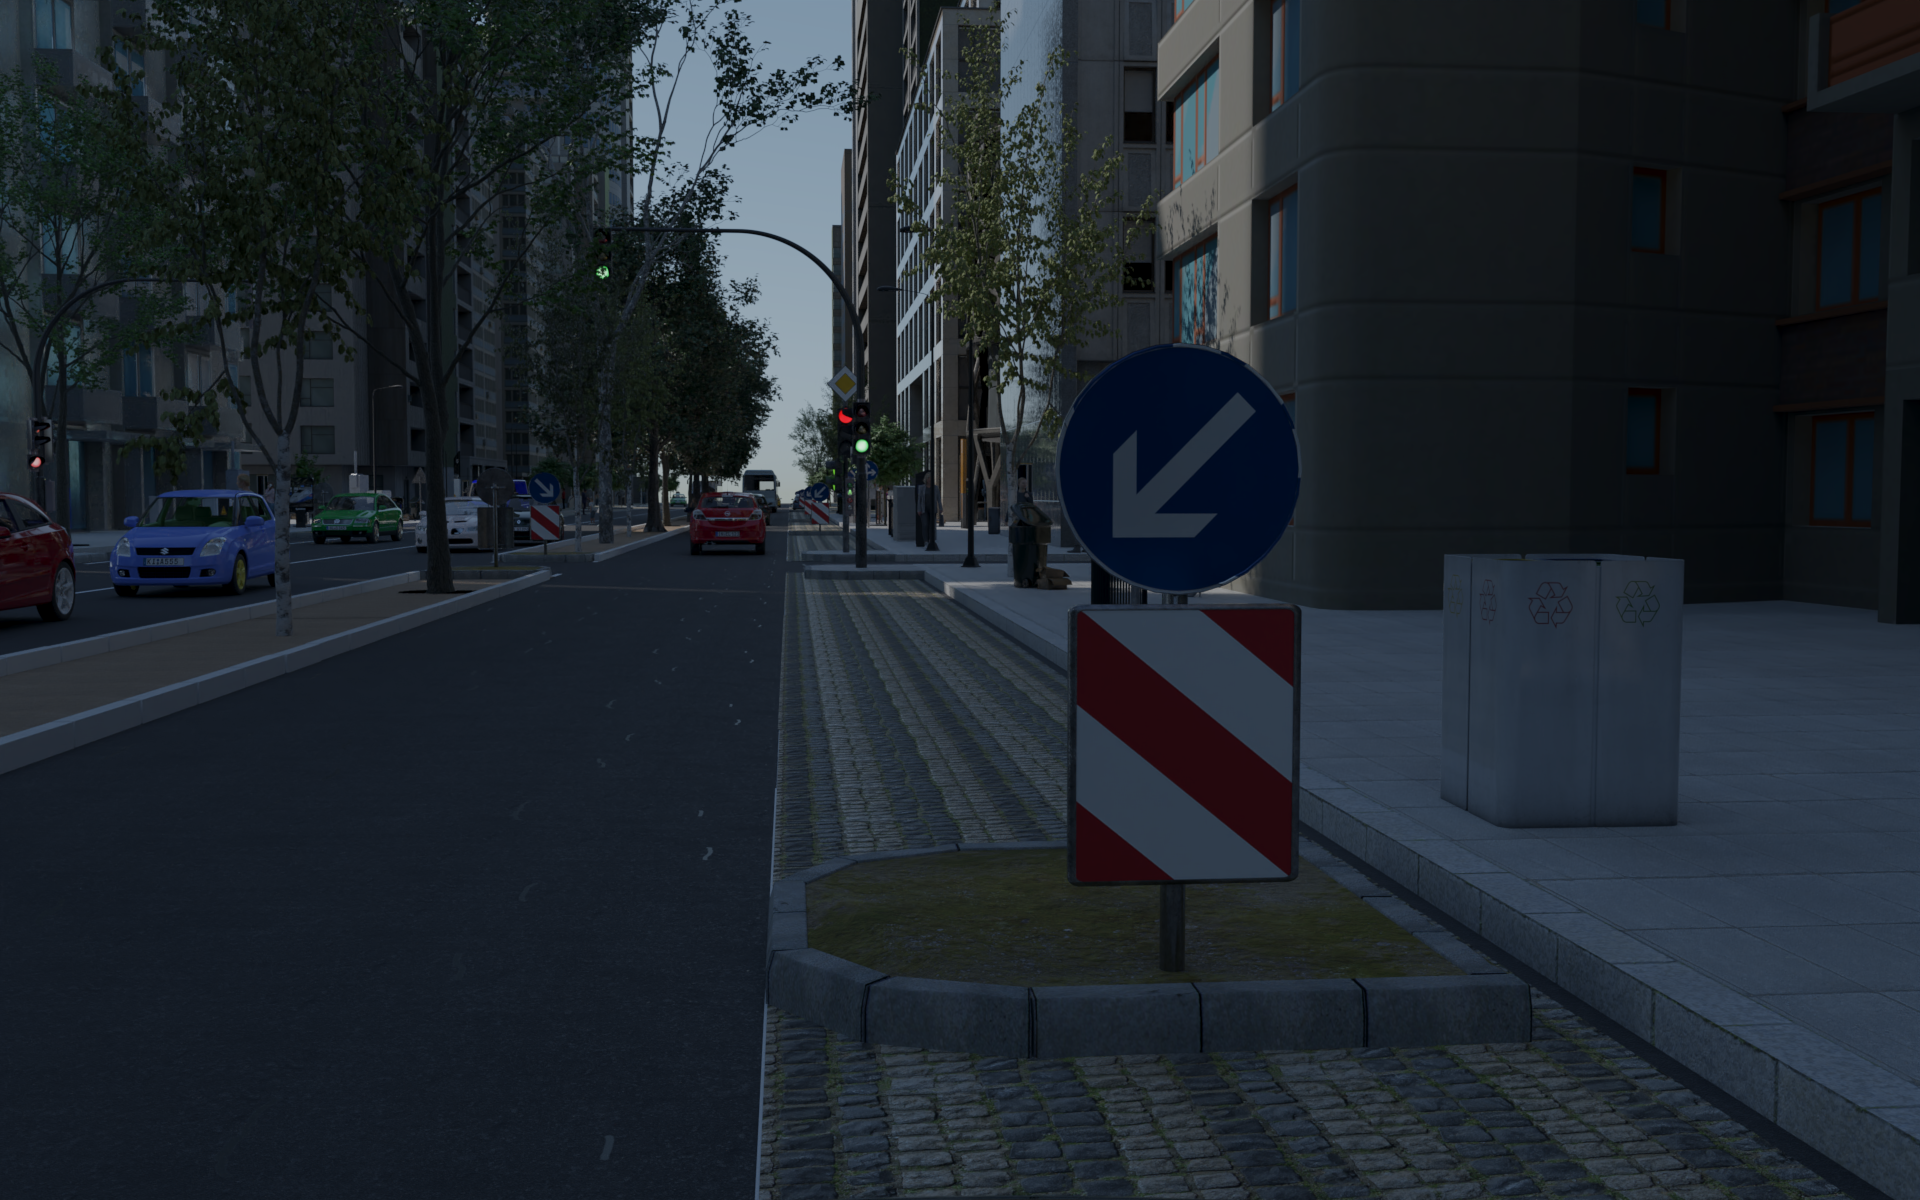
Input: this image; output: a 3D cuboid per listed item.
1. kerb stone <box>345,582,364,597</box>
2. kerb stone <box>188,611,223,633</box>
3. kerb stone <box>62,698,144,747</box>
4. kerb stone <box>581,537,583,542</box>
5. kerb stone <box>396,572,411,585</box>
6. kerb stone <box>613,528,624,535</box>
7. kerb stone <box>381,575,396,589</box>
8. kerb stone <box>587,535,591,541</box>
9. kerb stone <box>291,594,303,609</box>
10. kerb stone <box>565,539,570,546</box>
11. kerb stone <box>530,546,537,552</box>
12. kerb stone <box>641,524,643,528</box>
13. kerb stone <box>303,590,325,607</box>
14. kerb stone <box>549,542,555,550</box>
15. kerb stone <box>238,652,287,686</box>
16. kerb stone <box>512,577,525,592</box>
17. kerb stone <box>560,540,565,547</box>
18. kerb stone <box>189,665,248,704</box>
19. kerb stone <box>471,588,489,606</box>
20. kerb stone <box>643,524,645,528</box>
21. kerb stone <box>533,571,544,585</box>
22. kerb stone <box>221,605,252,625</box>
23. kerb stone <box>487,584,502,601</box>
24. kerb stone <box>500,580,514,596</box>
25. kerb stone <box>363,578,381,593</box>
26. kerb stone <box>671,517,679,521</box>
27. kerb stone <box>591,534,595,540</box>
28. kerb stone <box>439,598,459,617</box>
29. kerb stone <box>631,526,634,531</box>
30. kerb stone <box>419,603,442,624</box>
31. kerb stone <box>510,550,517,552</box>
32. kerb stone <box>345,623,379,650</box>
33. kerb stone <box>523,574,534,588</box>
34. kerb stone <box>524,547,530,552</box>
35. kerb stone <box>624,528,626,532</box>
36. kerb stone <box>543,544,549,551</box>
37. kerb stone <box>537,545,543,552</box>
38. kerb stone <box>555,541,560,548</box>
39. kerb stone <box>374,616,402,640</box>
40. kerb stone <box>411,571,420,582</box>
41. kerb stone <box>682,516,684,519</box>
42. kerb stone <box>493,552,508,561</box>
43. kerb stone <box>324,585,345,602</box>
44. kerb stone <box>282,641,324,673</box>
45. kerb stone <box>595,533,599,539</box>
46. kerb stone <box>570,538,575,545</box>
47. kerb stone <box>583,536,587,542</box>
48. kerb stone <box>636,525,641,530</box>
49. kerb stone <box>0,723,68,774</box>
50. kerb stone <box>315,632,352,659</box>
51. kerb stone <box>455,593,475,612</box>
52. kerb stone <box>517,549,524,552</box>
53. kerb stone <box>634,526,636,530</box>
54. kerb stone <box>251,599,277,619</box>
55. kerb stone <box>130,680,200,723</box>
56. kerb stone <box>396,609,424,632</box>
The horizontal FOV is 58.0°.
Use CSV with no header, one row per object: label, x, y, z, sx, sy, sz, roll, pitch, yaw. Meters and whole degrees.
kerb stone,-8.593,-0.127,24.318,0.120,0.150,1.000,0,4,-6
kerb stone,-7.992,0.246,18.189,0.120,0.150,1.000,0,4,-6
kerb stone,-5.108,0.729,10.271,0.120,0.150,1.000,0,4,-6
kerb stone,-11.142,-1.720,50.333,0.120,0.150,1.000,0,4,-6
kerb stone,-8.903,-0.314,27.391,0.120,0.150,1.000,0,4,-6
kerb stone,-12.355,-2.470,62.573,0.120,0.150,1.000,0,4,-6
kerb stone,-8.797,-0.255,26.361,0.120,0.150,1.000,0,4,-6
kerb stone,-11.343,-1.844,52.381,0.120,0.150,1.000,0,4,-6
kerb stone,-8.289,0.058,21.242,0.120,0.150,1.000,0,4,-6
kerb stone,-10.849,-1.534,47.281,0.120,0.150,1.000,0,4,-6
kerb stone,-10.248,-1.160,41.162,0.120,0.150,1.000,0,4,-6
kerb stone,-13.146,-2.968,70.724,0.120,0.150,1.000,0,4,-6
kerb stone,-8.393,-0.004,22.264,0.120,0.150,1.000,0,4,-6
kerb stone,-10.546,-1.347,44.221,0.120,0.150,1.000,0,4,-6
kerb stone,-5.404,0.542,13.331,0.120,0.150,1.000,0,4,-6
kerb stone,-6.598,-0.202,25.563,0.120,0.150,1.000,0,4,-6
kerb stone,-10.749,-1.466,46.257,0.120,0.150,1.000,0,4,-6
kerb stone,-5.301,0.604,12.313,0.120,0.150,1.000,0,4,-6
kerb stone,-6.301,-0.019,22.510,0.120,0.150,1.000,0,4,-6
kerb stone,-13.248,-3.031,71.752,0.120,0.150,1.000,0,4,-6
kerb stone,-6.803,-0.330,27.597,0.120,0.150,1.000,0,4,-6
kerb stone,-8.096,0.183,19.206,0.120,0.150,1.000,0,4,-6
kerb stone,-6.404,-0.081,23.527,0.120,0.150,1.000,0,4,-6
kerb stone,-6.497,-0.144,24.545,0.120,0.150,1.000,0,4,-6
kerb stone,-8.690,-0.192,25.338,0.120,0.150,1.000,0,4,-6
kerb stone,-15.365,-4.342,93.191,0.120,0.150,1.000,0,4,-6
kerb stone,-11.449,-1.908,53.398,0.120,0.150,1.000,0,4,-6
kerb stone,-6.104,0.108,20.469,0.120,0.150,1.000,0,4,-6
kerb stone,-12.754,-2.719,66.651,0.120,0.150,1.000,0,4,-6
kerb stone,-6.007,0.168,19.449,0.120,0.150,1.000,0,4,-6
kerb stone,-9.942,-0.972,38.093,0.120,0.150,1.000,0,4,-6
kerb stone,-5.702,0.356,16.386,0.120,0.150,1.000,0,4,-6
kerb stone,-6.705,-0.265,26.579,0.120,0.150,1.000,0,4,-6
kerb stone,-10.151,-1.097,40.137,0.120,0.150,1.000,0,4,-6
kerb stone,-12.452,-2.524,63.591,0.120,0.150,1.000,0,4,-6
kerb stone,-10.442,-1.284,43.198,0.120,0.150,1.000,0,4,-6
kerb stone,-10.346,-1.217,42.180,0.120,0.150,1.000,0,4,-6
kerb stone,-10.648,-1.407,45.238,0.120,0.150,1.000,0,4,-6
kerb stone,-5.807,0.294,17.409,0.120,0.150,1.000,0,4,-6
kerb stone,-8.990,-0.378,28.409,0.120,0.150,1.000,0,4,-6
kerb stone,-15.763,-4.589,97.278,0.120,0.150,1.000,0,4,-6
kerb stone,-9.856,-0.910,37.075,0.120,0.150,1.000,0,4,-6
kerb stone,-8.494,-0.067,23.291,0.120,0.150,1.000,0,4,-6
kerb stone,-5.491,0.480,14.352,0.120,0.150,1.000,0,4,-6
kerb stone,-11.546,-1.971,54.418,0.120,0.150,1.000,0,4,-6
kerb stone,-10.943,-1.596,48.298,0.120,0.150,1.000,0,4,-6
kerb stone,-11.252,-1.784,51.363,0.120,0.150,1.000,0,4,-6
kerb stone,-13.053,-2.906,69.706,0.120,0.150,1.000,0,4,-6
kerb stone,-5.004,0.792,9.254,0.120,0.150,1.000,0,4,-6
kerb stone,-5.607,0.418,15.368,0.120,0.150,1.000,0,4,-6
kerb stone,-6.200,0.043,21.489,0.120,0.150,1.000,0,4,-6
kerb stone,-10.043,-1.035,39.121,0.120,0.150,1.000,0,4,-6
kerb stone,-12.849,-2.781,67.669,0.120,0.150,1.000,0,4,-6
kerb stone,-8.186,0.121,20.225,0.120,0.150,1.000,0,4,-6
kerb stone,-5.207,0.667,11.294,0.120,0.150,1.000,0,4,-6
kerb stone,-5.904,0.230,18.431,0.120,0.150,1.000,0,4,-6
